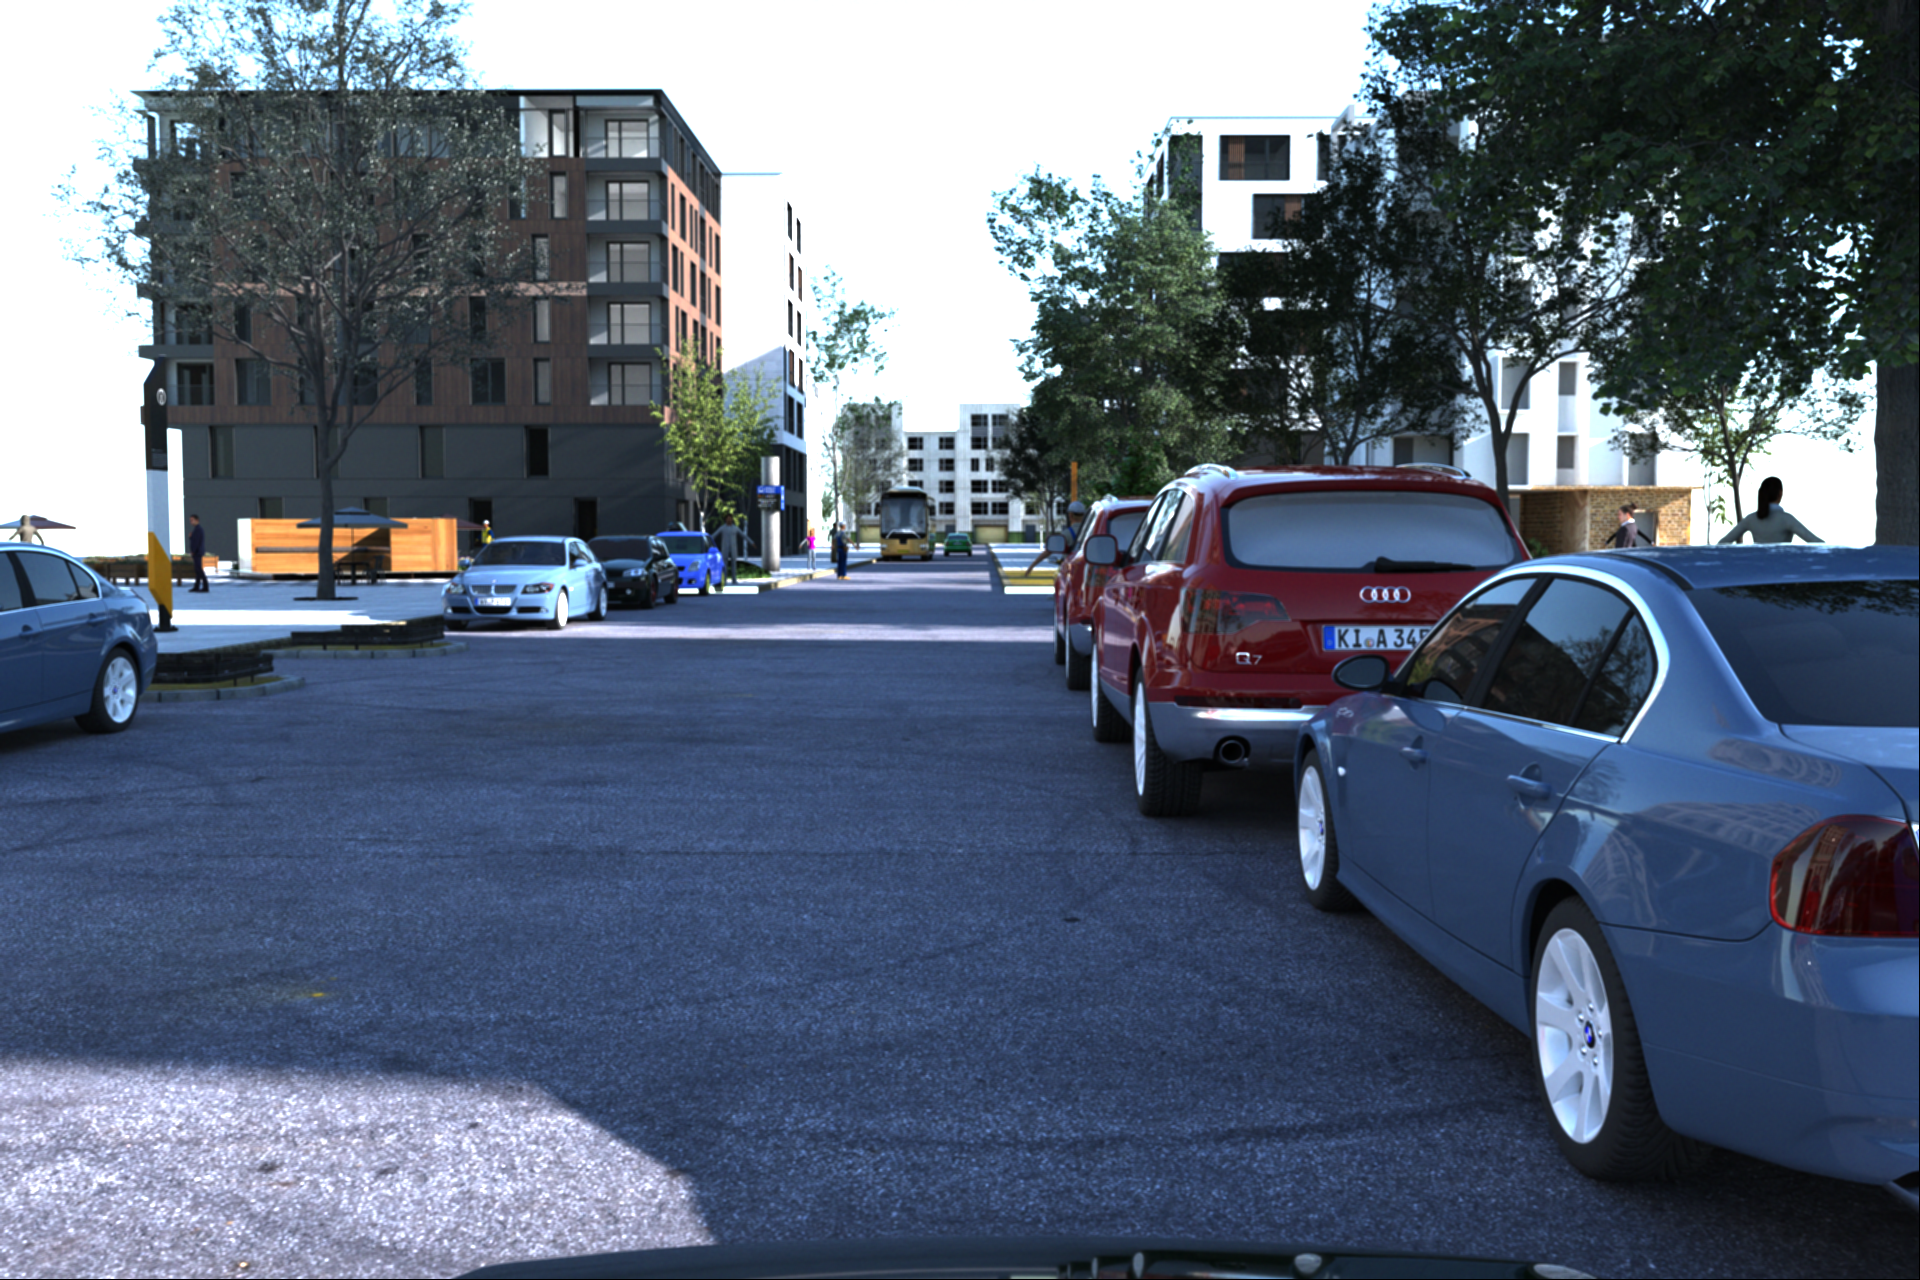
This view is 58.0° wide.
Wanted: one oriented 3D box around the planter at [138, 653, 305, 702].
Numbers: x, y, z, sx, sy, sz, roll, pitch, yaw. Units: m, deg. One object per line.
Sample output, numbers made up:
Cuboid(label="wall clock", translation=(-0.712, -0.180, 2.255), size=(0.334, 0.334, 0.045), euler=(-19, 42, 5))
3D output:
Cuboid(label="planter", translation=(-7.130, 0.331, 15.729), size=(1.991, 0.319, 1.994), euler=(0, 4, 1))

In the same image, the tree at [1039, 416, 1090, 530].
Cuboid(label="tree", translation=(7.240, -9.546, 106.437), size=(4.360, 8.622, 3.978), euler=(0, 3, 0))

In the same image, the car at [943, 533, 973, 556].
Cuboid(label="car", translation=(-0.114, -6.330, 112.293), size=(1.959, 1.807, 4.718), euler=(0, 4, 1))

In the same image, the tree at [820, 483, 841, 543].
Cuboid(label="tree", translation=(-18.374, -17.741, 240.432), size=(4.737, 8.622, 4.395), euler=(0, 3, 0))

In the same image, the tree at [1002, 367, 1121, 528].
Cuboid(label="tree", translation=(5.825, -9.916, 96.540), size=(7.601, 10.594, 8.767), euler=(0, 4, 3))

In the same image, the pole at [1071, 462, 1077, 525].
Cuboid(label="pole", translation=(3.229, -3.382, 49.132), size=(0.158, 3.312, 0.155), euler=(0, 3, 0))

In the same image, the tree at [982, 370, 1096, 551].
Cuboid(label="tree", translation=(6.532, -13.462, 130.480), size=(12.009, 13.543, 11.850), euler=(0, 3, 0))

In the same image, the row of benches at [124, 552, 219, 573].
Cuboid(label="row of benches", translation=(-26.474, -2.615, 58.224), size=(4.104, 0.672, 1.422), euler=(2, 4, 28))

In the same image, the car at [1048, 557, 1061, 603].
Cuboid(label="car", translation=(2.623, -1.289, 31.297), size=(2.015, 1.641, 3.980), euler=(0, 4, 0))

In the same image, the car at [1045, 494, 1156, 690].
Cuboid(label="car", translation=(2.015, -0.535, 17.426), size=(2.281, 1.827, 5.304), euler=(0, 4, 1))

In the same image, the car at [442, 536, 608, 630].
Cuboid(label="car", translation=(-6.777, -0.942, 27.409), size=(2.014, 1.417, 4.499), euler=(0, 4, 1))

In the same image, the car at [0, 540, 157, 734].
Cuboid(label="car", translation=(-6.932, 0.046, 11.246), size=(2.014, 1.417, 4.499), euler=(0, 4, 1))

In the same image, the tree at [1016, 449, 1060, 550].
Cuboid(label="tree", translation=(6.911, -11.777, 142.922), size=(4.360, 8.622, 3.978), euler=(0, 3, 0))

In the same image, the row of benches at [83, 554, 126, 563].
Cuboid(label="row of benches", translation=(-27.496, -2.254, 52.310), size=(4.104, 0.672, 1.422), euler=(-1, 4, -13))

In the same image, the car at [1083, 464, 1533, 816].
Cuboid(label="car", translation=(1.918, -0.101, 10.323), size=(2.281, 1.827, 5.304), euler=(0, 4, 0))

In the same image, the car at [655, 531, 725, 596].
Cuboid(label="car", translation=(-6.665, -1.941, 41.324), size=(1.945, 1.707, 3.694), euler=(0, 4, 0))

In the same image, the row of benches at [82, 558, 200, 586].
Cuboid(label="row of benches", translation=(-20.734, -1.714, 43.484), size=(4.104, 0.672, 1.422), euler=(2, 4, 24))

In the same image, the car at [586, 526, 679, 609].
Cuboid(label="car", translation=(-6.704, -1.503, 34.363), size=(2.009, 1.686, 4.222), euler=(0, 4, 0))

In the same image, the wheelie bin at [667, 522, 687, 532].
Cuboid(label="wheelie bin", translation=(-7.476, -2.340, 46.168), size=(0.693, 1.594, 0.980), euler=(0, 4, 0))

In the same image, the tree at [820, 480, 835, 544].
Cuboid(label="tree", translation=(-18.672, -17.396, 234.790), size=(4.737, 8.622, 4.395), euler=(0, 3, 0))

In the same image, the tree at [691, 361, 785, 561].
Cuboid(label="tree", translation=(-9.318, -7.564, 74.026), size=(4.737, 8.622, 4.395), euler=(0, 3, 0))

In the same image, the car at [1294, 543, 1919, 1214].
Cuboid(label="car", translation=(2.218, 0.420, 5.137), size=(2.014, 1.417, 4.499), euler=(0, 4, -1))

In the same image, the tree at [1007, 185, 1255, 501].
Cuboid(label="tree", translation=(6.603, -9.708, 65.379), size=(9.857, 13.997, 8.962), euler=(0, 3, 0))

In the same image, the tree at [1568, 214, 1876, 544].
Cuboid(label="tree", translation=(21.547, -6.939, 47.871), size=(8.767, 10.594, 7.601), euler=(-1, 4, -15))

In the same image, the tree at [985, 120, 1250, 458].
Cuboid(label="tree", translation=(7.906, -13.634, 78.801), size=(12.611, 20.169, 13.585), euler=(0, 3, 0))

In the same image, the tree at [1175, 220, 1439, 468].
Cuboid(label="tree", translation=(10.028, -7.110, 50.656), size=(8.767, 10.594, 7.601), euler=(2, 4, 23))

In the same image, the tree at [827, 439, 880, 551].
Cuboid(label="tree", translation=(-8.756, -11.287, 134.899), size=(4.360, 8.622, 3.978), euler=(0, 3, 0))

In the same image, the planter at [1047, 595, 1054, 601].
Cuboid(label="planter", translation=(2.905, -1.026, 37.917), size=(1.991, 0.319, 1.994), euler=(0, 4, 1))

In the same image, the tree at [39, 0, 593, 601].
Cuboid(label="tree", translation=(-12.177, -7.518, 33.284), size=(12.009, 13.543, 11.850), euler=(0, 3, 0))

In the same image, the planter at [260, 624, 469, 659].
Cuboid(label="planter", translation=(-7.065, 0.014, 20.916), size=(1.991, 0.319, 1.994), euler=(0, 4, 1))

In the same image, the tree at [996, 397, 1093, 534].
Cuboid(label="tree", translation=(5.980, -11.088, 115.696), size=(7.601, 10.594, 8.767), euler=(1, 4, 14))

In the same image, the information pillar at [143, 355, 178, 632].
Cuboid(label="information pillar", translation=(-10.444, -1.909, 22.562), size=(0.183, 3.616, 0.504), euler=(0, 4, 1))

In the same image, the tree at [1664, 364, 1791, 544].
Cuboid(label="tree", translation=(25.038, -6.529, 57.115), size=(4.737, 8.622, 4.395), euler=(0, 3, 0))
